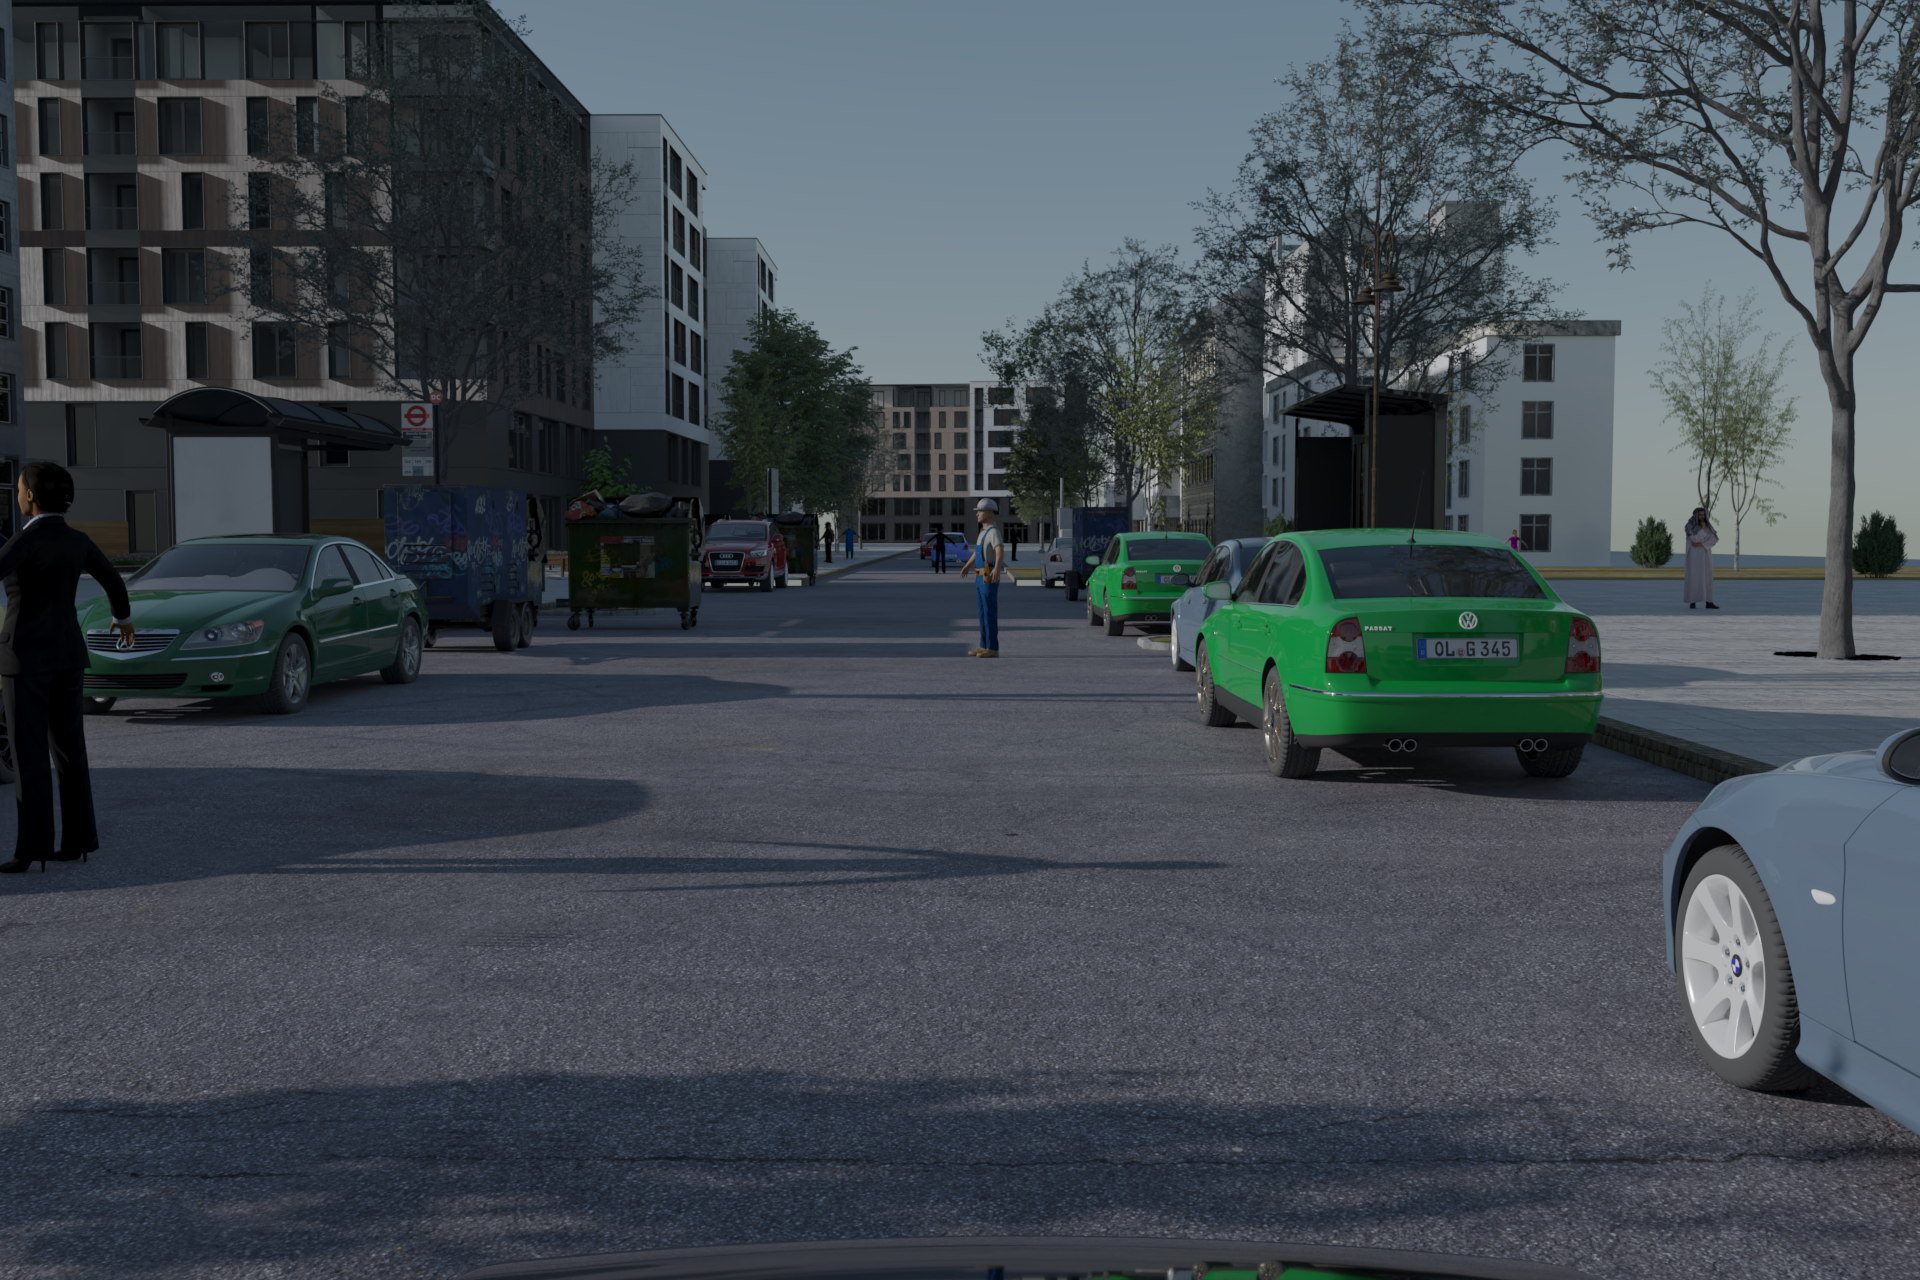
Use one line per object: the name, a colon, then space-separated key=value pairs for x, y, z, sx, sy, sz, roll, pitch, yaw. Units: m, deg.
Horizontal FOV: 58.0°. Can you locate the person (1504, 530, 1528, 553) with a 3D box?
person: x=18.692 y=-3.011 z=58.489 sx=0.991 sy=1.433 sz=0.599 roll=0 pitch=4 yaw=1

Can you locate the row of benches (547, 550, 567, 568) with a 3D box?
row of benches: x=-14.529 y=-3.056 z=65.423 sx=4.104 sy=0.672 sz=1.422 roll=2 pitch=4 yaw=28

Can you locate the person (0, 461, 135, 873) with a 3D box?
person: x=-3.990 y=0.106 z=7.441 sx=0.721 sy=1.740 sz=1.216 roll=1 pitch=4 yaw=16

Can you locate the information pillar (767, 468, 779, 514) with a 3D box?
information pillar: x=-6.738 y=-4.354 z=62.501 sx=0.184 sy=3.620 sz=1.656 roll=0 pitch=4 yaw=2

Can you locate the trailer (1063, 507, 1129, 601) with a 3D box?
trailer: x=3.010 y=-1.904 z=38.171 sx=1.471 sy=1.999 sz=3.904 roll=0 pitch=4 yaw=-1

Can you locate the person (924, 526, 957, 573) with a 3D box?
person: x=-0.708 y=-3.298 z=63.100 sx=1.216 sy=1.740 sz=0.721 roll=0 pitch=4 yaw=3

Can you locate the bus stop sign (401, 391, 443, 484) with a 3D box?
bus stop sign: x=-9.957 y=-2.667 z=32.305 sx=0.855 sy=3.939 sz=0.416 roll=0 pitch=4 yaw=0

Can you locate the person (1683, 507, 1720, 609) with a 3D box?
person: x=12.709 y=-1.410 z=29.771 sx=0.551 sy=1.740 sz=0.621 roll=-1 pitch=4 yaw=-21

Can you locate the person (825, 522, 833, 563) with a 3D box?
person: x=-5.796 y=-4.320 z=76.826 sx=0.705 sy=1.806 sz=1.347 roll=0 pitch=4 yaw=1

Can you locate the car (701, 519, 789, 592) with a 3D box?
car: x=-5.612 y=-2.186 z=44.417 sx=2.281 sy=1.827 sz=5.304 roll=0 pitch=4 yaw=1

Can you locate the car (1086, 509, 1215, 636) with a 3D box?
car: x=2.906 y=-1.033 z=25.692 sx=1.959 sy=1.807 sz=4.718 roll=0 pitch=4 yaw=-1

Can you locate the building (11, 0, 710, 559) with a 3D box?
building: x=-28.475 y=-14.597 z=82.636 sx=27.936 sy=21.610 sz=32.646 roll=0 pitch=4 yaw=1

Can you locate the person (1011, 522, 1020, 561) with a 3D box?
person: x=2.609 y=-4.679 z=82.440 sx=0.705 sy=1.837 sz=1.347 roll=-1 pitch=4 yaw=-12

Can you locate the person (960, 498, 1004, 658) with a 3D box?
person: x=0.293 y=-0.726 z=20.187 sx=0.705 sy=1.847 sz=1.347 roll=-1 pitch=4 yaw=-16

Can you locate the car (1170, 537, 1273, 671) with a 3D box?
car: x=3.073 y=-0.281 z=16.596 sx=2.014 sy=1.417 sz=4.499 roll=0 pitch=4 yaw=1

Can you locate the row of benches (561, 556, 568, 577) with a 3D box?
row of benches: x=-11.146 y=-2.340 z=53.730 sx=1.422 sy=0.672 sz=4.104 roll=1 pitch=4 yaw=17

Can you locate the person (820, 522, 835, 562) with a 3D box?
person: x=-6.077 y=-4.513 z=79.549 sx=0.705 sy=1.858 sz=1.354 roll=-2 pitch=4 yaw=-34

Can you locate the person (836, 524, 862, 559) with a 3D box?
person: x=-5.600 y=-4.992 z=87.746 sx=1.347 sy=1.817 sz=0.704 roll=0 pitch=4 yaw=4

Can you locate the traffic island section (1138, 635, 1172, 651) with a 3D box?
traffic island section: x=3.293 y=0.046 z=22.112 sx=1.991 sy=0.108 sz=1.994 roll=0 pitch=4 yaw=1

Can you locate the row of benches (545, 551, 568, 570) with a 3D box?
row of benches: x=-14.384 y=-2.841 z=61.919 sx=4.104 sy=0.672 sz=1.422 roll=1 pitch=4 yaw=12

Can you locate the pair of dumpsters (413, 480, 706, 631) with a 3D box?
pair of dumpsters: x=-6.123 y=-1.296 z=26.146 sx=4.436 sy=2.255 sz=1.574 roll=0 pitch=4 yaw=0

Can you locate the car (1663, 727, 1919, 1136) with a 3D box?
car: x=2.864 y=0.549 z=3.021 sx=2.014 sy=1.417 sz=4.499 roll=0 pitch=4 yaw=-1

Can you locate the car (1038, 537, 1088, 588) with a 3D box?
car: x=3.185 y=-2.138 z=47.325 sx=2.083 sy=1.381 sz=4.827 roll=0 pitch=4 yaw=0

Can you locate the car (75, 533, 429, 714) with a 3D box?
car: x=-6.187 y=-0.213 z=15.284 sx=2.131 sy=1.459 sz=4.920 roll=0 pitch=4 yaw=1

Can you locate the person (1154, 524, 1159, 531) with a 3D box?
person: x=9.886 y=-4.983 z=87.658 sx=0.705 sy=1.806 sz=1.347 roll=-1 pitch=4 yaw=-11

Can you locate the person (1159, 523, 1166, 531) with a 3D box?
person: x=8.621 y=-4.166 z=74.577 sx=0.721 sy=1.772 sz=1.216 roll=-2 pitch=4 yaw=-24

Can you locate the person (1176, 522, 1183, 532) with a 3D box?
person: x=10.105 y=-4.531 z=80.053 sx=0.705 sy=1.833 sz=1.349 roll=1 pitch=4 yaw=19

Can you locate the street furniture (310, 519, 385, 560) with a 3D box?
street furniture: x=-18.494 y=-2.756 z=51.915 sx=9.812 sy=1.723 sz=11.010 roll=1 pitch=4 yaw=11

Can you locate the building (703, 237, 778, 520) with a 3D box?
building: x=-27.901 y=-16.727 z=117.459 sx=27.936 sy=21.610 sz=32.646 roll=0 pitch=4 yaw=0

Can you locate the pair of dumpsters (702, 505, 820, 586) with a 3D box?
pair of dumpsters: x=-6.111 y=-2.625 z=47.871 sx=4.436 sy=2.255 sz=1.574 roll=0 pitch=4 yaw=0

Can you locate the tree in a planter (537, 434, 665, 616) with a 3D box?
tree in a planter: x=-6.405 y=-2.076 z=31.168 sx=1.991 sy=3.239 sz=1.994 roll=0 pitch=4 yaw=1

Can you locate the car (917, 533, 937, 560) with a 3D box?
car: x=-1.352 y=-5.491 z=98.826 sx=2.155 sy=1.783 sz=4.494 roll=0 pitch=3 yaw=0

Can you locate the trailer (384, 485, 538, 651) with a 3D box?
trailer: x=-6.164 y=-0.839 z=20.765 sx=1.471 sy=1.999 sz=3.904 roll=0 pitch=4 yaw=1

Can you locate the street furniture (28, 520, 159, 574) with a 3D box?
street furniture: x=-29.915 y=-3.158 z=58.490 sx=9.812 sy=1.723 sz=11.010 roll=1 pitch=4 yaw=18

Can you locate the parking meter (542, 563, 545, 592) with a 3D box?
parking meter: x=-9.413 y=-1.838 z=38.460 sx=0.372 sy=1.533 sz=0.369 roll=0 pitch=3 yaw=0

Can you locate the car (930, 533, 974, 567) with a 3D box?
car: x=-0.378 y=-4.054 z=75.874 sx=1.945 sy=1.707 sz=3.694 roll=0 pitch=4 yaw=1

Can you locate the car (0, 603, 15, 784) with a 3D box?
car: x=-6.261 y=0.100 z=8.585 sx=2.015 sy=1.641 sz=3.980 roll=0 pitch=3 yaw=0

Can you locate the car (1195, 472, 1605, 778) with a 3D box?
car: x=2.697 y=-0.168 z=11.544 sx=1.959 sy=1.807 sz=4.718 roll=0 pitch=4 yaw=-1
